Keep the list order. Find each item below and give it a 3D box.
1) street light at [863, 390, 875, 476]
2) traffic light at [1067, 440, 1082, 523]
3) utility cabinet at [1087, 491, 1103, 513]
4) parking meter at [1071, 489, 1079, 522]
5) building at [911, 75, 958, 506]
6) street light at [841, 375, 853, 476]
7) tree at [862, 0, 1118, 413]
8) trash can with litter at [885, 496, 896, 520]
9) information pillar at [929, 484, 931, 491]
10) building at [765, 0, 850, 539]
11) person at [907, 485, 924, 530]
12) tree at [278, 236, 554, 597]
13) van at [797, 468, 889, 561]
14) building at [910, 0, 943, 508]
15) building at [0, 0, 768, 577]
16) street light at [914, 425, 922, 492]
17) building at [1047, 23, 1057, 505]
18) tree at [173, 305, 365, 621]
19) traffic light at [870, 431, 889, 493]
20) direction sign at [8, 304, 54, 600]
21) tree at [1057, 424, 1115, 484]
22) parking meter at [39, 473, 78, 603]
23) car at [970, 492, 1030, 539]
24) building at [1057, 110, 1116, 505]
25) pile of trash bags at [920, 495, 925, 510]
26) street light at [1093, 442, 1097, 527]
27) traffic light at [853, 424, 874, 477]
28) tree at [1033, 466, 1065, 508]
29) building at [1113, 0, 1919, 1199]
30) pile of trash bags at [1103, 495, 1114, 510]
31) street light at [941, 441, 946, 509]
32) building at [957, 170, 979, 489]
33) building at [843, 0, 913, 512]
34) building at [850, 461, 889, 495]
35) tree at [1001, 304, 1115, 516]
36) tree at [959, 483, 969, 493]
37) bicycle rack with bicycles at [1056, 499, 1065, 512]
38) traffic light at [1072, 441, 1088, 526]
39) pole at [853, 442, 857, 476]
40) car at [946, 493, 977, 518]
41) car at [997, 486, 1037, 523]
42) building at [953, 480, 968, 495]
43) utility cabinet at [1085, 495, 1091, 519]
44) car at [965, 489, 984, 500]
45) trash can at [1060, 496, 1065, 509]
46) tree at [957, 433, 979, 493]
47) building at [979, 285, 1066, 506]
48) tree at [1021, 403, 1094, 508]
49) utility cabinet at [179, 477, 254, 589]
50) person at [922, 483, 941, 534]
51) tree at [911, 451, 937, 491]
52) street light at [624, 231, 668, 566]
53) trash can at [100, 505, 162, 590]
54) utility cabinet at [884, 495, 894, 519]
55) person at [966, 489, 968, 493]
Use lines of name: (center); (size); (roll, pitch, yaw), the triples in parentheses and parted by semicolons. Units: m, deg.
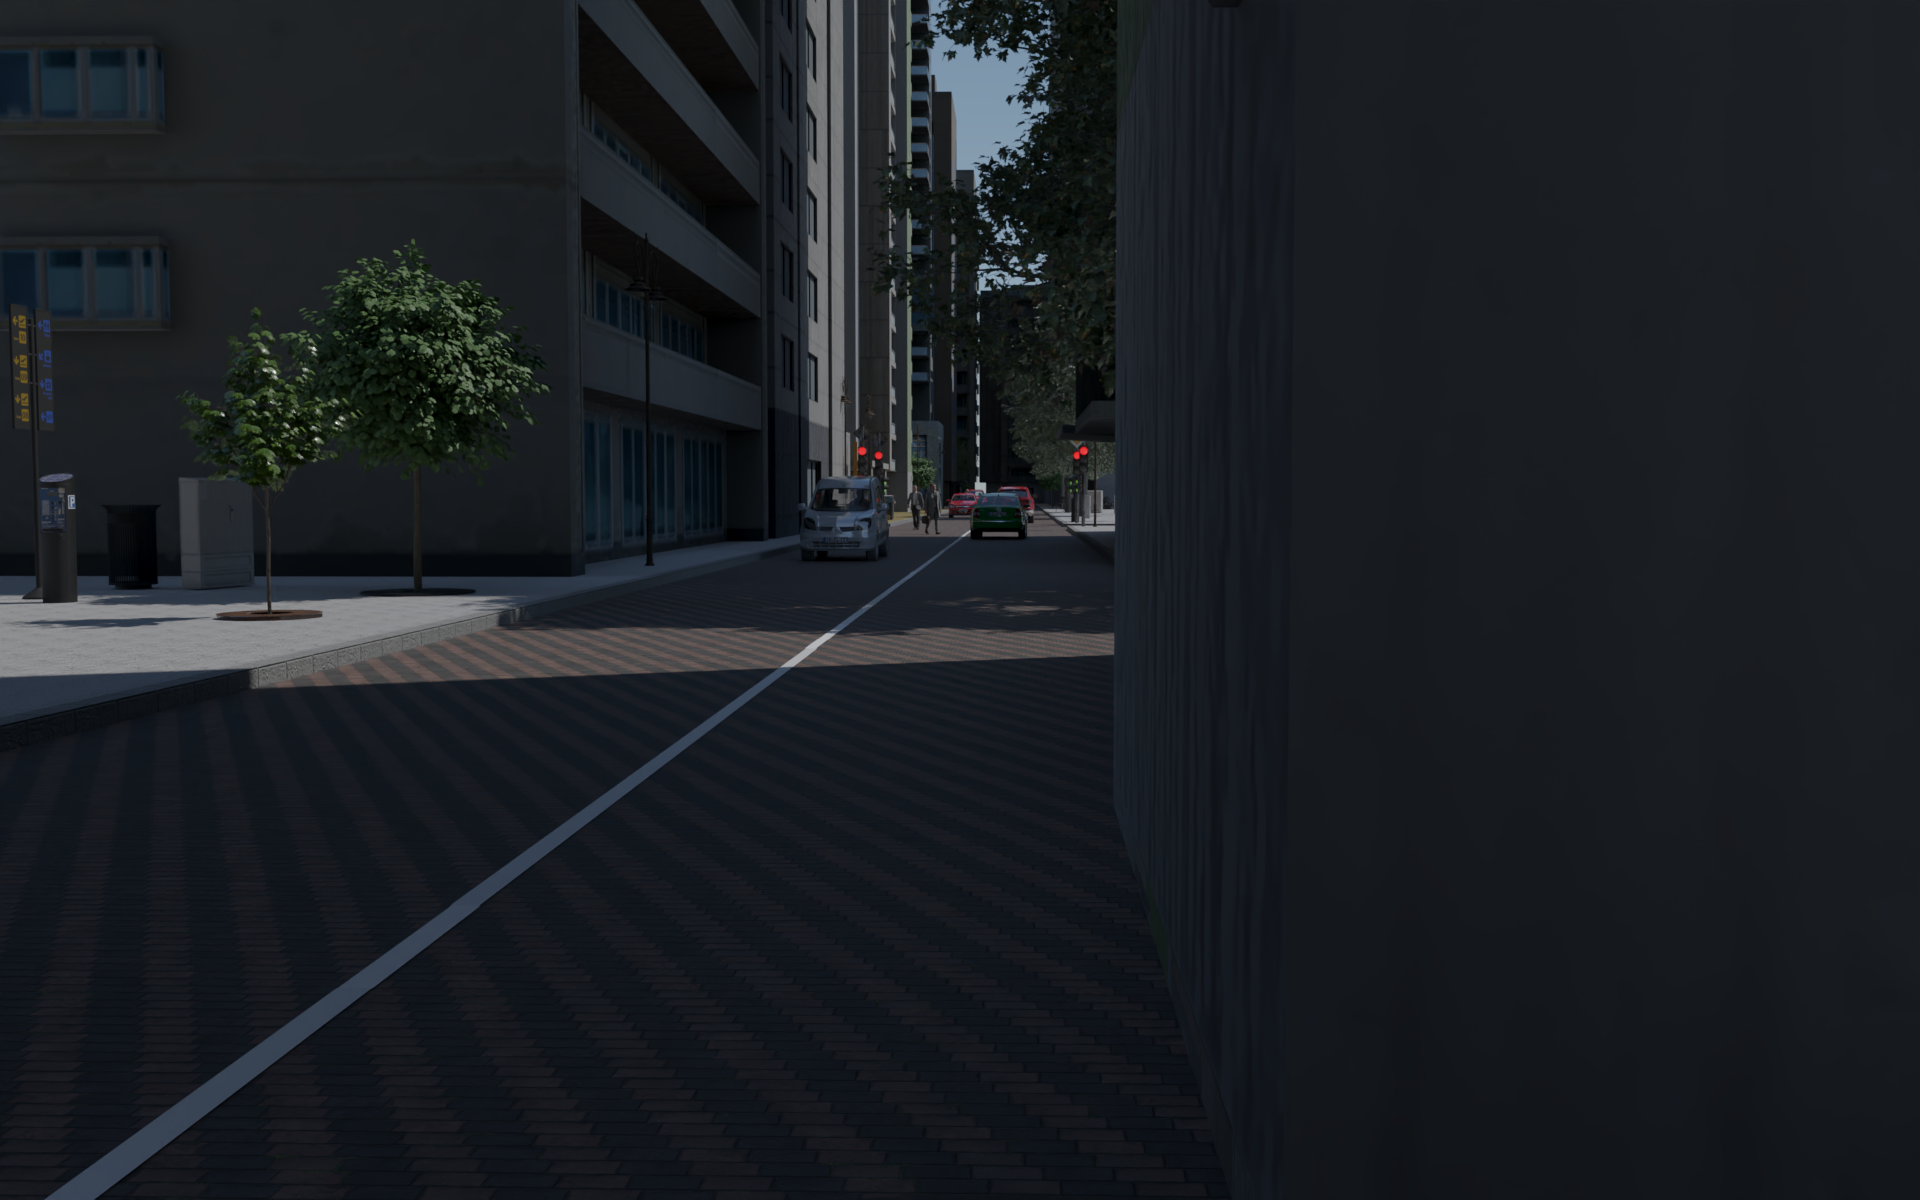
street light: (-4.031, -6.377, 77.048); (0.468, 5.910, 1.993); (0, 4, 2)
traffic light: (5.142, -5.357, 76.503); (0.839, 4.253, 0.868); (0, 4, 2)
utility cabinet: (8.782, -6.432, 113.838); (1.173, 1.500, 0.318); (2, 4, 28)
parking meter: (5.254, -4.316, 78.983); (0.372, 1.533, 0.369); (0, 3, 0)
building: (-7.523, -32.998, 189.626); (14.600, 45.320, 14.200); (0, 4, 2)
street light: (-4.434, -5.762, 66.995); (0.468, 5.910, 1.993); (0, 4, 2)
tree: (3.943, -6.499, 23.273); (9.611, 12.733, 9.660); (0, 3, 0)
trash can with litter: (-3.524, -4.524, 85.347); (0.624, 1.170, 1.055); (0, 4, 4)
information pillar: (-1.955, -7.130, 121.065); (0.304, 2.012, 0.304); (1, 4, 13)
building: (-15.079, -37.901, 57.940); (20.611, 71.187, 20.563); (0, 4, 2)
person: (-1.786, -3.693, 69.276); (0.661, 1.777, 0.834); (0, 4, 1)
tree: (-6.935, -2.352, 22.171); (4.285, 4.588, 4.351); (0, 3, 0)
van: (-2.533, -1.927, 38.511); (2.013, 2.044, 4.112); (0, 4, 2)
building: (-12.538, -52.190, 165.970); (22.319, 86.520, 31.000); (0, 4, 2)
building: (-16.288, -25.226, 36.143); (21.300, 48.544, 21.600); (0, 4, 2)
street light: (-2.770, -8.620, 113.730); (0.468, 5.910, 1.993); (0, 4, 2)
building: (21.311, -40.996, 212.289); (21.231, 58.520, 28.212); (0, 4, 2)
tree: (-7.299, -1.425, 17.900); (1.663, 3.219, 1.824); (0, 3, 0)
traffic light: (-3.564, -5.374, 76.788); (0.839, 4.253, 0.868); (0, 4, 2)
direction sign: (-11.277, -1.781, 21.109); (0.379, 3.537, 0.876); (0, 4, 1)
tree: (8.358, -10.916, 128.846); (4.737, 8.622, 4.395); (0, 3, 0)
parking meter: (-10.657, -0.738, 20.470); (0.372, 1.533, 0.369); (0, 3, 0)
car: (1.300, -2.925, 56.616); (1.959, 1.807, 4.718); (0, 4, 3)
building: (23.929, -35.475, 169.249); (28.713, 52.752, 27.495); (0, 4, 2)
pile of trash bags: (-3.356, -7.851, 138.109); (1.912, 1.369, 3.447); (2, 4, 30)
street light: (5.292, -5.803, 67.674); (0.468, 5.910, 1.993); (0, 4, 2)
traffic light: (-3.841, -4.886, 68.808); (0.839, 4.253, 0.868); (0, 4, 2)
tree: (8.243, -10.498, 155.356); (4.285, 4.588, 4.351); (0, 3, 0)
building: (7.779, -19.852, 8.178); (14.154, 41.232, 14.086); (0, 4, 2)
pile of trash bags: (12.946, -8.284, 145.190); (1.912, 1.369, 3.447); (1, 4, 20)
street light: (-1.444, -10.855, 150.272); (0.468, 5.910, 1.993); (0, 4, 2)
building: (-8.242, -38.064, 246.052); (21.600, 48.544, 21.300); (0, 4, 2)
building: (-10.792, -26.730, 120.622); (14.154, 41.232, 14.086); (0, 4, 2)
building: (-20.407, -24.593, 93.980); (32.217, 40.220, 23.993); (0, 4, 2)
tree: (7.587, -13.043, 119.914); (9.857, 13.997, 8.962); (0, 3, 0)
tree: (0.372, -14.367, 229.494); (1.663, 3.219, 1.824); (0, 3, 0)
bicycle rack with bicycles: (8.211, -6.870, 125.710); (2.852, 0.926, 2.925); (-2, 4, -24)
traffic light: (4.865, -4.869, 68.523); (0.839, 4.253, 0.868); (0, 4, 2)
pole: (-4.067, -4.497, 67.369); (0.158, 3.312, 0.155); (0, 3, 0)
car: (0.243, -5.858, 104.811); (2.155, 1.783, 4.494); (0, 4, 2)
car: (2.692, -4.757, 86.458); (2.281, 1.827, 5.304); (0, 4, 3)
building: (-13.727, -34.374, 216.646); (28.867, 44.769, 22.147); (0, 4, 2)
utility cabinet: (6.730, -4.902, 91.314); (0.306, 1.237, 1.020); (0, 4, 7)
car: (1.148, -7.923, 138.209); (2.281, 1.827, 5.304); (0, 4, 0)
trash can: (8.613, -8.104, 144.156); (0.748, 1.137, 0.748); (0, 3, 0)
tree: (0.185, -15.320, 200.837); (4.737, 8.622, 4.395); (0, 3, 0)
building: (9.646, -28.776, 242.183); (14.107, 30.474, 14.160); (0, 4, 2)
tree: (8.348, -14.052, 147.871); (7.486, 12.596, 7.792); (0, 3, 0)
utility cabinet: (-10.100, -0.912, 23.585); (0.318, 1.500, 1.173); (1, 4, 12)
person: (-0.971, -3.243, 61.630); (0.694, 1.812, 0.767); (-2, 4, -27)
tree: (-3.424, -9.001, 130.884); (4.285, 4.588, 4.351); (0, 3, 0)
street light: (-5.546, -3.547, 30.780); (0.468, 5.910, 1.993); (0, 4, 2)
trash can: (-11.181, -0.719, 23.401); (0.748, 1.137, 0.748); (0, 3, 0)
utility cabinet: (-3.860, -4.669, 87.504); (1.020, 1.237, 0.306); (-2, 4, -24)
person: (0.545, -6.993, 123.241); (0.834, 1.777, 0.661); (-1, 4, -18)
